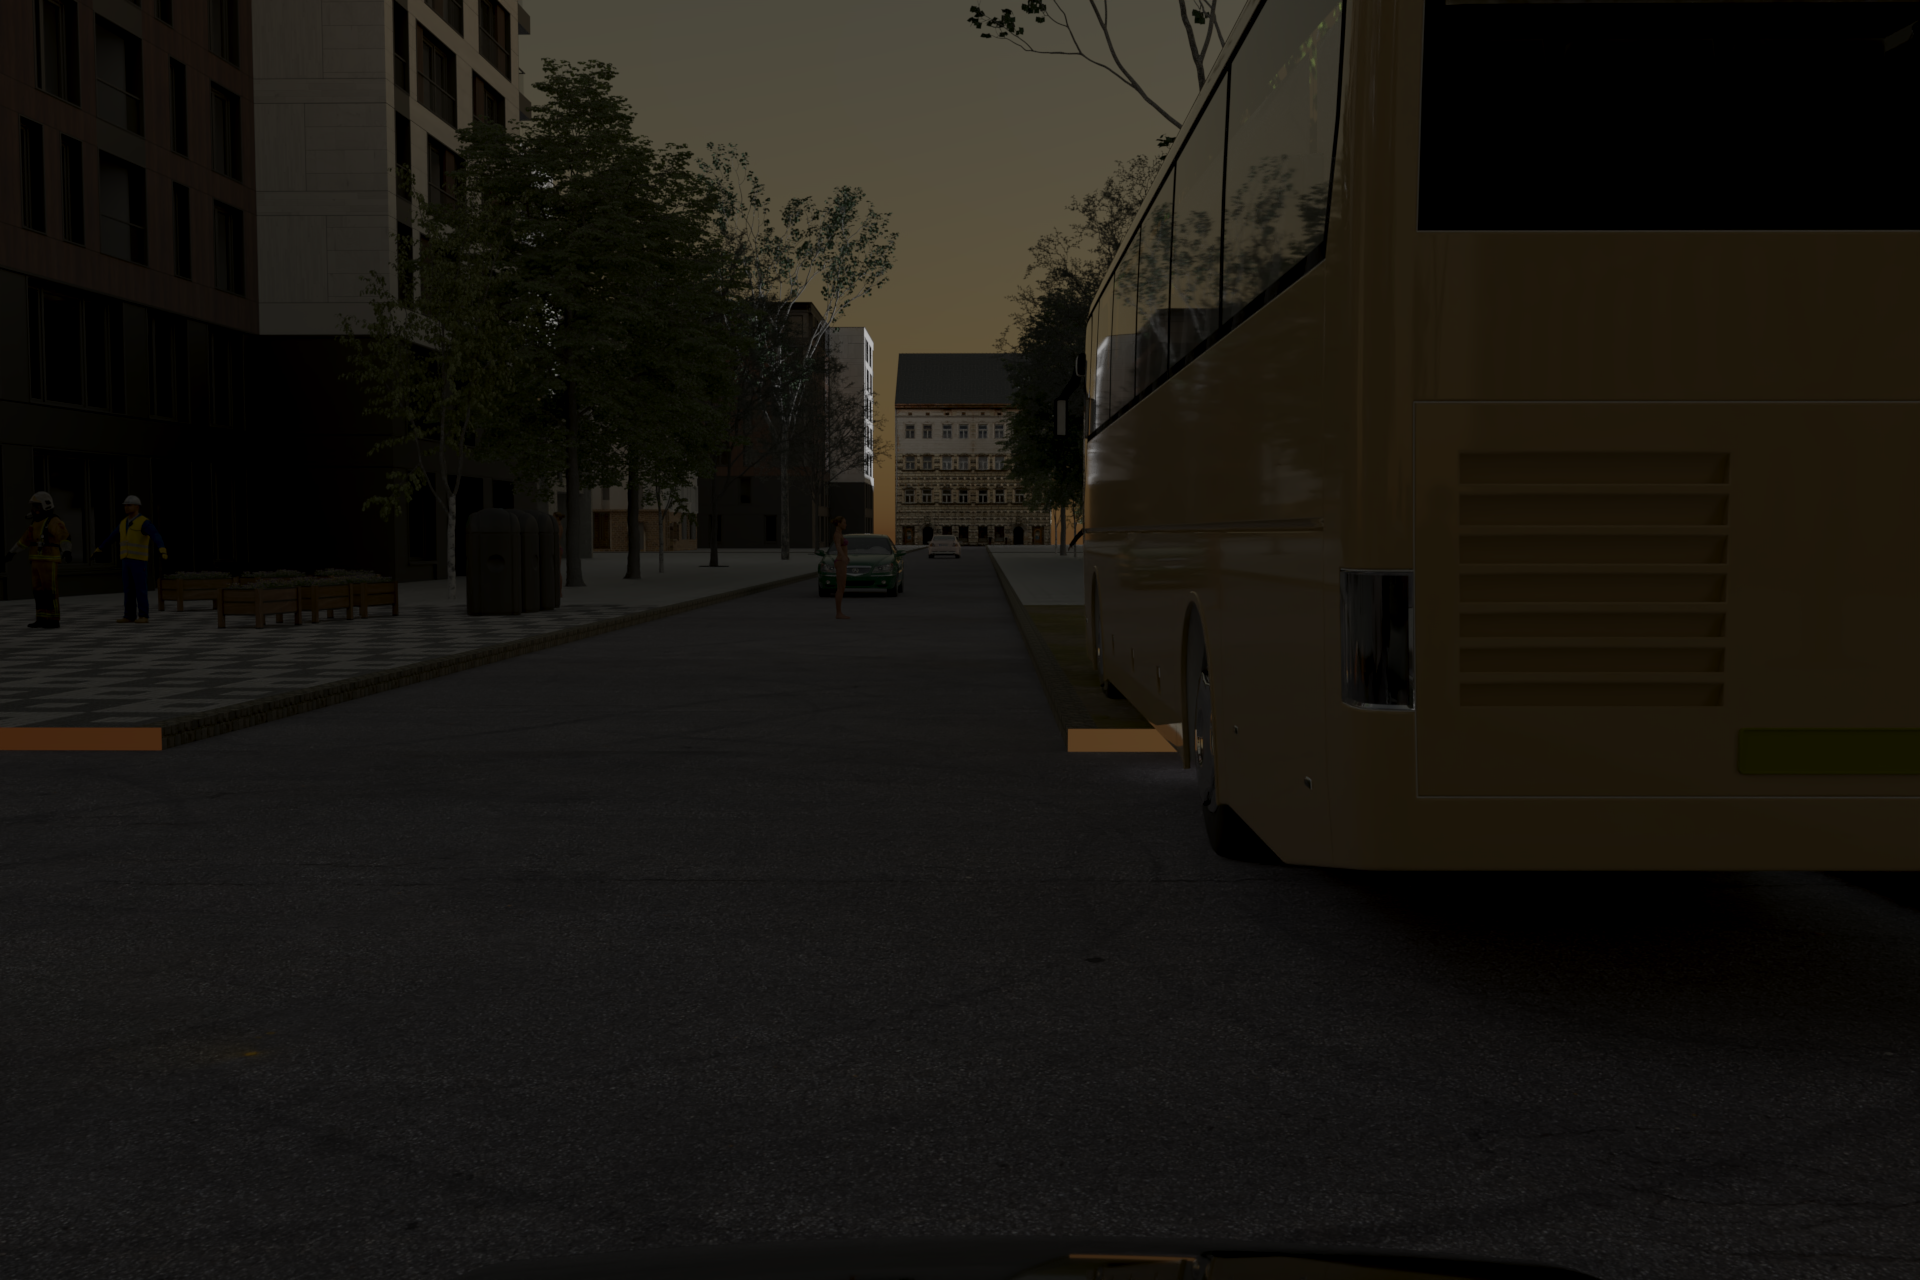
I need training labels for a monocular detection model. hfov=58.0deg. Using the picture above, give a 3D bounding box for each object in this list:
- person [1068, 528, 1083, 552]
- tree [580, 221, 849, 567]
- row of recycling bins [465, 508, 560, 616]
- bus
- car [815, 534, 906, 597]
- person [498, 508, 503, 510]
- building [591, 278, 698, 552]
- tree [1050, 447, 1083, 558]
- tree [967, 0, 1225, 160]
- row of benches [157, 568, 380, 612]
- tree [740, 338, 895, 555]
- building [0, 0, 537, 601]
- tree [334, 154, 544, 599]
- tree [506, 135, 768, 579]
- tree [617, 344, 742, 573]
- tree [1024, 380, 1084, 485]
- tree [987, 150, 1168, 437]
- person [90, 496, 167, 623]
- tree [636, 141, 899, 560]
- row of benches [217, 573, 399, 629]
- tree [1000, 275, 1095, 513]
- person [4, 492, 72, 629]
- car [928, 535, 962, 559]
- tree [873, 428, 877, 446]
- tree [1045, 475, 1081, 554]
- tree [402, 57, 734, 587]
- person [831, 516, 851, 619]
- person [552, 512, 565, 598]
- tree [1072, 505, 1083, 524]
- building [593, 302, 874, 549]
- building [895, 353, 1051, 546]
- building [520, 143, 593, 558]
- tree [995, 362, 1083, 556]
[{"bbox_3d":[2.969,-1.956,37.923,1.347,1.837,0.705,2,4,25],"label":"person"},{"bbox_3d":[-9.486,-9.602,67.357,12.009,13.543,11.850,0,3,0],"label":"tree"},{"bbox_3d":[-7.348,-1.324,28.768,1.069,1.692,3.534,0,4,0],"label":"row of recycling bins"},{"bbox_3d":[2.310,-1.159,10.498,2.896,3.916,12.252,0,4,0],"label":"bus"},{"bbox_3d":[-2.307,-1.788,41.036,2.131,1.459,4.920,0,4,1],"label":"car"},{"bbox_3d":[-9.541,-1.825,35.964,1.347,1.817,0.704,-2,4,-31],"label":"person"},{"bbox_3d":[-26.556,-16.647,128.599,16.016,20.090,11.380,0,4,1],"label":"building"},{"bbox_3d":[6.083,-8.825,94.659,4.360,8.622,3.978,0,3,0],"label":"tree"},{"bbox_3d":[5.106,-10.673,30.392,12.611,20.169,13.585,0,3,0],"label":"tree"},{"bbox_3d":[-12.000,-0.896,30.115,1.422,0.672,4.104,2,4,35],"label":"row of benches"},{"bbox_3d":[-9.044,-12.111,108.387,12.009,13.543,11.850,0,3,0],"label":"tree"},{"bbox_3d":[-28.591,-12.133,42.351,27.936,21.610,32.646,0,4,1],"label":"building"},{"bbox_3d":[-10.092,-5.115,33.998,4.737,8.622,4.395,0,3,0],"label":"tree"},{"bbox_3d":[-9.402,-8.054,49.809,7.486,12.596,7.792,0,3,0],"label":"tree"},{"bbox_3d":[-9.698,-6.538,57.260,4.737,8.622,4.395,0,3,0],"label":"tree"},{"bbox_3d":[6.568,-8.231,68.991,8.767,10.594,7.601,-2,4,-25],"label":"tree"},{"bbox_3d":[5.571,-8.870,55.389,12.009,13.543,11.850,0,3,0],"label":"tree"},{"bbox_3d":[-11.905,-1.159,24.922,1.349,1.833,0.705,1,4,19],"label":"person"},{"bbox_3d":[-10.219,-14.077,86.047,12.611,20.169,13.585,0,3,0],"label":"tree"},{"bbox_3d":[-9.413,-0.607,25.384,1.422,0.672,4.104,1,4,9],"label":"row of benches"},{"bbox_3d":[6.538,-10.899,84.856,9.857,13.997,8.962,0,3,0],"label":"tree"},{"bbox_3d":[-12.487,-1.089,23.577,1.354,1.858,0.705,2,4,28],"label":"person"},{"bbox_3d":[-0.907,-5.532,102.813,2.083,1.381,4.827,0,4,1],"label":"car"},{"bbox_3d":[-16.096,-21.316,204.398,12.611,20.169,13.585,0,3,0],"label":"tree"},{"bbox_3d":[6.069,-9.912,112.418,4.360,8.622,3.978,0,3,0],"label":"tree"},{"bbox_3d":[-9.310,-7.547,41.524,7.486,12.596,7.792,0,3,0],"label":"tree"},{"bbox_3d":[-1.944,-1.228,29.333,0.721,1.733,1.217,0,4,-2],"label":"person"},{"bbox_3d":[-8.224,-1.727,35.032,0.721,1.733,1.217,-1,4,-12],"label":"person"},{"bbox_3d":[17.038,-17.632,206.412,7.486,12.596,7.792,0,3,0],"label":"tree"},{"bbox_3d":[-23.349,-19.874,168.920,27.936,21.610,32.646,0,4,1],"label":"building"},{"bbox_3d":[1.681,-22.969,208.928,18.063,23.208,19.493,0,4,1],"label":"building"},{"bbox_3d":[-28.211,-12.807,75.844,16.747,18.905,31.486,0,4,1],"label":"building"},{"bbox_3d":[5.725,-11.295,102.803,7.486,12.596,7.792,0,3,0],"label":"tree"}]
